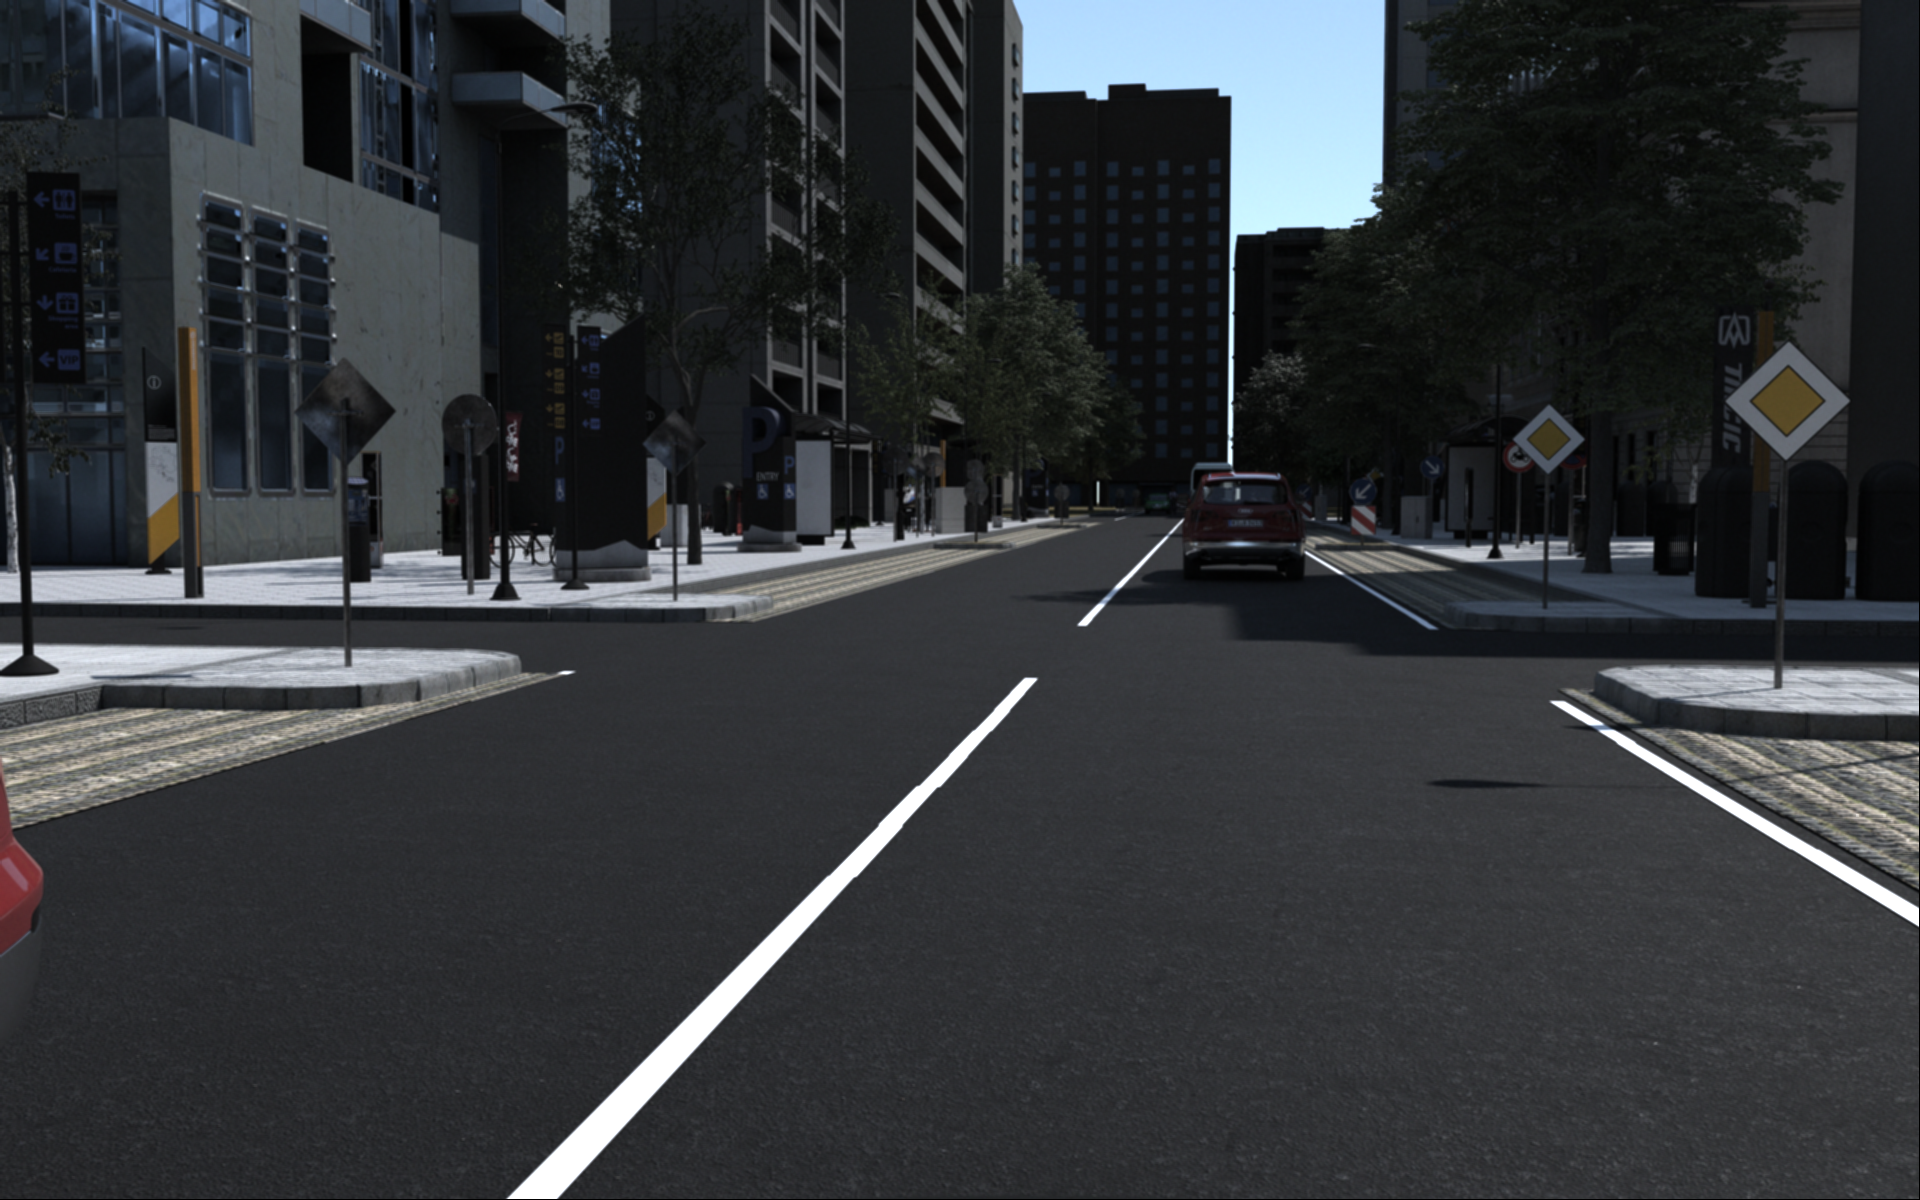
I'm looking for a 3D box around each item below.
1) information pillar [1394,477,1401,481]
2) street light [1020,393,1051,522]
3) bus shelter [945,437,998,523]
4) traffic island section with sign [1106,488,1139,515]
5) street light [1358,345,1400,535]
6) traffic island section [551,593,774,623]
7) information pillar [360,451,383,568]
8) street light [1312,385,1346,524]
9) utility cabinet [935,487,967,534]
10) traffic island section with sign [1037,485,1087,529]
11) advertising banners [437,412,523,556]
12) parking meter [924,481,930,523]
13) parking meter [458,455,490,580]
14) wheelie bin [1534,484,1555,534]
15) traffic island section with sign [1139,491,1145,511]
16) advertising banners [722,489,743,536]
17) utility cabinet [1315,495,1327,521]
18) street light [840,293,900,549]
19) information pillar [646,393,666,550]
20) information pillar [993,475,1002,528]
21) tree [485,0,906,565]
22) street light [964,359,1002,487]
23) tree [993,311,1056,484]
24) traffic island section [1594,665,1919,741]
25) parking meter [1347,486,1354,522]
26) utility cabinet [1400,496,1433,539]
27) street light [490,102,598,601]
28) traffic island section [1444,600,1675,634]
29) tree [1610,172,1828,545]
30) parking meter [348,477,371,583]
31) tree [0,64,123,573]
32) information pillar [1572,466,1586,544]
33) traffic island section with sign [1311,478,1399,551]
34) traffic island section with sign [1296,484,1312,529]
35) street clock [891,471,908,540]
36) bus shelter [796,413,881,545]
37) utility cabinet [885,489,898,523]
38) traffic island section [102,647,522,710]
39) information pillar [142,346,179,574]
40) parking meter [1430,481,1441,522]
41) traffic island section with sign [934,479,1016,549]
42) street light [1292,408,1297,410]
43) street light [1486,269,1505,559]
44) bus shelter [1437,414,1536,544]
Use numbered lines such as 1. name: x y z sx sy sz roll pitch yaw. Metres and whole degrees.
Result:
1. information pillar: 19.271 -4.398 76.404 0.304 2.012 0.304 0 4 3
2. street light: 3.491 -6.546 79.561 1.470 5.913 1.316 0 4 8
3. bus shelter: 0.479 -5.117 74.947 1.731 3.624 6.357 1 4 8
4. traffic island section with sign: 11.302 -6.902 121.470 1.989 1.847 2.006 0 4 8
5. street light: 13.054 -4.975 53.875 1.470 5.913 1.316 0 4 8
6. traffic island section: -3.436 0.092 20.778 2.009 0.180 2.903 0 4 8
7. information pillar: -10.163 -1.556 29.930 0.304 2.012 0.304 -1 4 -9
8. street light: 15.749 -6.172 73.449 1.470 5.913 1.316 0 4 8
9. utility cabinet: -0.300 -2.874 55.672 0.318 1.500 1.173 3 5 43
10. traffic island section with sign: 4.301 -3.904 72.458 1.989 1.847 2.006 0 4 8
11. advertising banners: -10.031 -2.455 36.329 0.090 3.025 2.074 3 5 42
12. parking meter: -1.517 -4.339 76.647 0.255 1.863 0.399 1 4 19
13. parking meter: -7.288 -1.240 25.990 0.399 1.863 0.255 1 4 18
14. wheelie bin: 18.676 -2.904 55.389 0.980 1.594 0.693 1 4 23
15. traffic island section with sign: 15.172 -8.554 148.478 1.989 1.847 2.006 0 4 8
16. advertising banners: -6.829 -3.495 53.338 0.090 3.025 2.074 1 4 19
17. utility cabinet: 17.498 -4.454 83.989 0.306 1.237 1.020 0 4 -7
18. street light: -2.079 -4.144 40.298 1.470 5.913 1.316 0 4 8
19. information pillar: -6.959 -2.942 39.460 0.504 3.616 0.183 0 4 4
20. information pillar: 1.423 -3.745 65.728 0.304 2.012 0.304 -1 4 -19
21. tree: -4.713 -5.944 31.590 8.767 10.594 7.601 1 4 17
22. street light: 0.733 -5.340 59.855 1.470 5.913 1.316 0 4 8
23. tree: 1.084 -7.240 68.741 4.737 8.622 4.395 0 3 0
24. traffic island section: 5.422 0.663 11.445 2.009 0.180 2.903 0 4 8
25. parking meter: 18.003 -4.547 80.057 0.399 1.863 0.255 0 4 5
26. utility cabinet: 13.125 -2.364 49.820 0.306 1.237 1.020 -2 4 -29
27. street light: -4.982 -2.949 20.754 1.470 5.913 1.316 0 4 8
28. traffic island section: 6.553 0.179 19.350 2.009 0.180 2.903 0 4 8
29. tree: 17.270 -5.424 39.042 4.737 8.622 4.395 0 3 0
30. parking meter: -8.784 -1.027 25.205 0.372 1.533 0.369 0 3 0
31. tree: -15.383 -4.726 27.629 4.360 8.622 3.978 0 3 0
32. information pillar: 16.028 -2.465 44.792 0.304 2.012 0.304 3 5 40
33. traffic island section with sign: 10.136 -2.183 44.315 1.989 1.847 2.006 0 4 8
34. traffic island section with sign: 13.953 -3.815 71.000 1.989 1.847 2.006 0 4 8
35. street clock: -1.685 -2.673 48.278 0.358 2.002 0.471 3 5 42
36. bus shelter: -3.588 -3.185 45.991 2.014 3.302 5.546 0 4 8
37. utility cabinet: -2.736 -4.147 76.476 1.173 1.500 0.318 2 4 25
38. traffic island section: -4.567 0.575 12.873 2.009 0.180 2.903 0 4 8
39. information pillar: -12.812 -2.226 27.752 0.183 3.616 0.504 3 5 42
40. parking meter: 21.794 -4.507 79.401 0.399 1.863 0.255 -1 4 -22
41. traffic island section with sign: 0.431 -2.253 45.459 1.989 1.847 2.006 0 4 8
42. street light: 18.484 -7.369 93.017 1.470 5.913 1.316 0 4 8
43. street light: 10.111 -3.780 34.336 1.470 5.913 1.316 0 4 8
44. bus shelter: 14.276 -3.232 46.765 2.014 3.302 5.546 0 4 8
